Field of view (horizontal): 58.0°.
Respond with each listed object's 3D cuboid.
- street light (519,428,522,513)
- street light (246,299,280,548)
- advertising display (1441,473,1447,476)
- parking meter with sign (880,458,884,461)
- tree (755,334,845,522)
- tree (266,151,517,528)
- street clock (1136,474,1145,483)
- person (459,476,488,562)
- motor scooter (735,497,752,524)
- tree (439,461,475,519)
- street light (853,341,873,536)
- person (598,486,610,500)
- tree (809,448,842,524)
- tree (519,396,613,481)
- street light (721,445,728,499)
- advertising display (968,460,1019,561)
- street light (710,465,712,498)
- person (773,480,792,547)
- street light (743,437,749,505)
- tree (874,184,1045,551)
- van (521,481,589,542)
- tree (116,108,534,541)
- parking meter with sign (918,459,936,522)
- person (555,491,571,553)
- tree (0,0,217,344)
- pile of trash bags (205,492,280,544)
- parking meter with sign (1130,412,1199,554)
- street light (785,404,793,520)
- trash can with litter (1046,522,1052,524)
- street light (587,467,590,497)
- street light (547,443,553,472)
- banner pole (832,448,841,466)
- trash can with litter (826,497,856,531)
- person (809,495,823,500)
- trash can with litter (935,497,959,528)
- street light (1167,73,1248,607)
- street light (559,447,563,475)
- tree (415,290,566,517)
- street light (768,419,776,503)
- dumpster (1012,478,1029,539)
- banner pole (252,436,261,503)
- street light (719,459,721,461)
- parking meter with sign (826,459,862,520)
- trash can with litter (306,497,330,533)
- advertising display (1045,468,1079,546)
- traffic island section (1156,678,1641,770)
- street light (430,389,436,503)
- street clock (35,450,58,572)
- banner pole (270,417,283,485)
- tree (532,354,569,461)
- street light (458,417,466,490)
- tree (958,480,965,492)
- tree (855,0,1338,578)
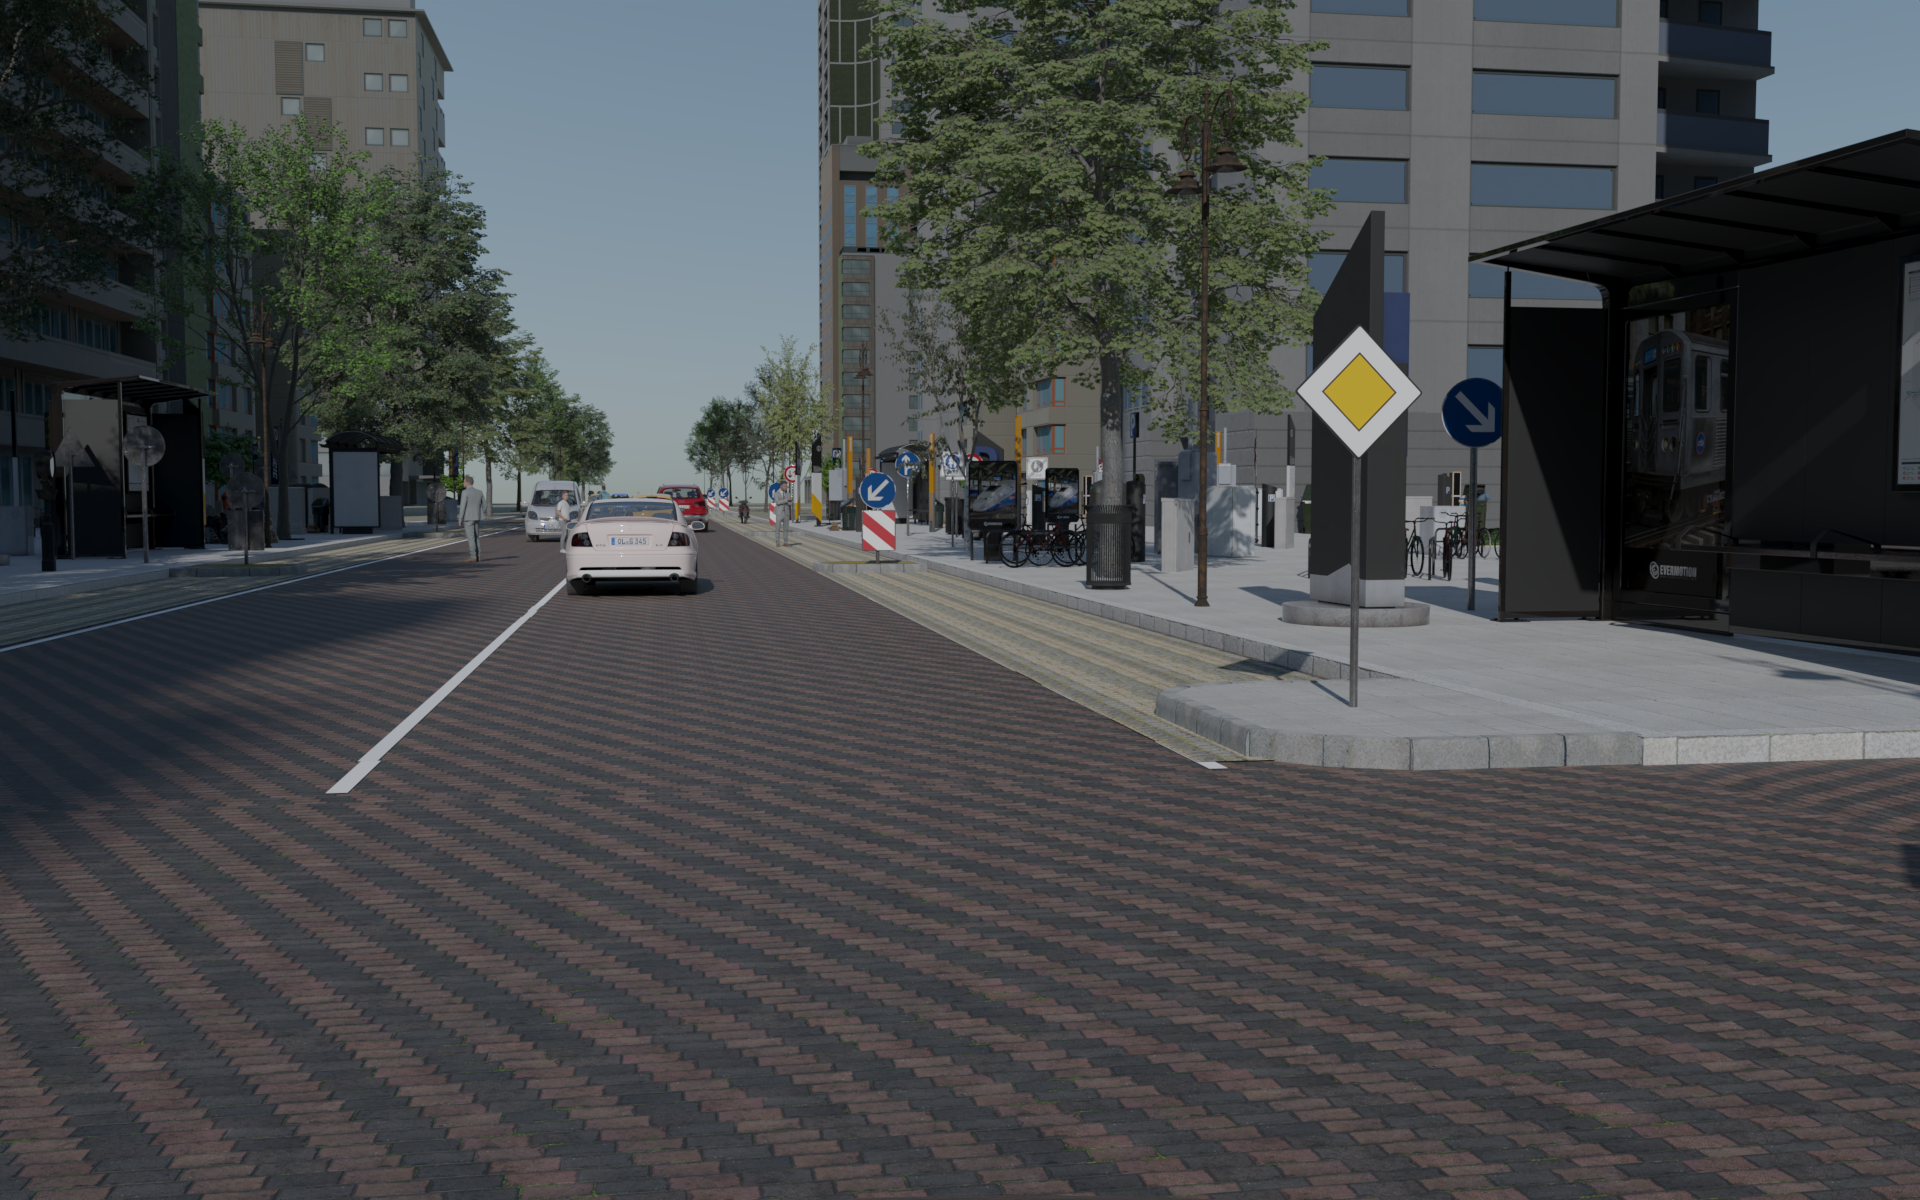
[{"bbox_3d":[-29.795,-8.843,117.370,0.468,5.910,1.993,-1,4,-10],"label":"street light"},{"bbox_3d":[-16.536,-4.186,41.221,0.468,5.910,1.993,-1,4,-10],"label":"street light"},{"bbox_3d":[14.968,-2.961,53.632,0.123,1.923,0.974,1,4,12],"label":"advertising display"},{"bbox_3d":[-3.425,-5.225,81.682,0.543,3.016,1.738,-1,4,-9],"label":"parking meter with sign"},{"bbox_3d":[-7.353,-7.883,79.245,4.737,8.622,4.395,0,3,0],"label":"tree"},{"bbox_3d":[-21.544,-9.726,65.673,9.857,13.997,8.962,0,3,0],"label":"tree"},{"bbox_3d":[6.361,-3.482,61.500,0.358,2.002,0.471,-1,4,-22],"label":"street clock"},{"bbox_3d":[-10.298,-1.711,36.569,0.391,1.810,0.635,2,4,24],"label":"person"},{"bbox_3d":[-10.419,-4.327,83.517,0.815,1.314,1.986,-1,4,-11],"label":"motor scooter"},{"bbox_3d":[-25.825,-5.733,88.334,1.663,3.219,1.824,0,3,0],"label":"tree"},{"bbox_3d":[-2.916,-4.859,52.234,0.468,5.910,1.993,-1,4,-10],"label":"street light"},{"bbox_3d":[-16.327,-4.344,79.538,0.620,1.820,0.660,3,5,39],"label":"person"},{"bbox_3d":[-5.668,-4.834,73.635,1.663,3.219,1.824,0,3,0],"label":"tree"},{"bbox_3d":[-37.290,-13.683,158.136,8.767,10.594,7.601,2,4,30],"label":"tree"},{"bbox_3d":[-21.489,-11.439,159.815,0.468,5.910,1.993,-1,4,-10],"label":"street light"},{"bbox_3d":[0.642,-1.716,33.277,0.974,1.923,0.123,1,4,16],"label":"advertising display"},{"bbox_3d":[-30.078,-14.469,209.352,0.468,5.910,1.993,-1,4,-10],"label":"street light"},{"bbox_3d":[-4.753,-2.326,46.709,0.466,1.800,0.511,3,5,44],"label":"person"},{"bbox_3d":[-15.773,-9.459,127.449,0.468,5.910,1.993,-1,4,-10],"label":"street light"},{"bbox_3d":[0.114,-5.443,39.359,4.360,8.622,3.978,0,3,0],"label":"tree"},{"bbox_3d":[-12.393,-2.818,53.088,2.013,2.044,4.112,-1,4,-11],"label":"van"},{"bbox_3d":[-18.871,-7.461,47.747,9.928,11.665,9.643,0,3,0],"label":"tree"},{"bbox_3d":[-1.555,-5.074,79.226,0.543,3.016,1.738,1,4,11],"label":"parking meter with sign"},{"bbox_3d":[-9.597,-1.899,42.147,0.523,1.515,0.503,-1,4,-13],"label":"person"},{"bbox_3d":[-14.281,-5.455,23.597,8.767,10.594,7.601,0,4,3],"label":"tree"},{"bbox_3d":[-19.494,-2.166,45.173,3.447,1.369,1.912,1,4,21],"label":"pile of trash bags"},{"bbox_3d":[4.538,-2.492,37.002,1.738,3.016,0.543,0,4,-6],"label":"parking meter with sign"},{"bbox_3d":[-8.279,-6.816,84.233,0.468,5.910,1.993,-1,4,-10],"label":"street light"},{"bbox_3d":[3.868,-3.798,73.487,0.624,1.170,1.055,-1,4,-14],"label":"trash can with litter"},{"bbox_3d":[-49.400,-15.770,230.631,0.468,5.910,1.993,-1,4,-10],"label":"street light"},{"bbox_3d":[-35.498,-10.835,149.934,0.468,5.910,1.993,-1,4,-10],"label":"street light"},{"bbox_3d":[-5.695,-5.648,82.355,0.863,3.779,0.401,1,4,17],"label":"banner pole"},{"bbox_3d":[-4.090,-2.998,60.397,1.055,1.170,0.624,-2,4,-23],"label":"trash can with litter"},{"bbox_3d":[-13.786,-9.590,165.302,1.348,1.823,0.705,0,4,6],"label":"person"},{"bbox_3d":[-0.612,-3.278,64.986,1.055,1.170,0.624,0,4,2],"label":"trash can with litter"},{"bbox_3d":[2.766,-2.864,19.610,0.468,5.910,1.993,-1,4,-10],"label":"street light"},{"bbox_3d":[-38.171,-11.795,165.641,0.468,5.910,1.993,-1,4,-10],"label":"street light"},{"bbox_3d":[-26.849,-10.932,96.867,7.486,12.596,7.792,0,3,0],"label":"tree"},{"bbox_3d":[-10.198,-7.453,94.643,0.468,5.910,1.993,-1,4,-10],"label":"street light"},{"bbox_3d":[1.248,-2.729,50.370,1.264,1.857,1.865,-1,4,-10],"label":"dumpster"},{"bbox_3d":[-30.574,-5.221,75.374,0.863,3.779,0.401,3,5,41],"label":"banner pole"},{"bbox_3d":[-24.384,-12.507,177.278,0.468,5.910,1.993,-1,4,-10],"label":"street light"},{"bbox_3d":[-5.735,-5.456,85.468,1.738,3.016,0.543,0,4,1],"label":"parking meter with sign"},{"bbox_3d":[-21.082,-2.788,56.973,0.624,1.170,1.055,0,4,4],"label":"trash can with litter"},{"bbox_3d":[2.506,-2.281,42.515,0.974,1.923,0.123,-2,4,-34],"label":"advertising display"},{"bbox_3d":[2.389,0.724,10.451,2.009,0.180,2.903,-1,4,-10],"label":"traffic island section"},{"bbox_3d":[-22.216,-6.139,73.166,0.468,5.910,1.993,-1,4,-10],"label":"street light"},{"bbox_3d":[-15.130,-1.476,28.705,0.358,2.002,0.471,-1,4,-17],"label":"street clock"},{"bbox_3d":[-21.997,-4.027,55.863,0.401,3.779,0.863,1,4,12],"label":"banner pole"},{"bbox_3d":[-32.263,-12.300,126.854,9.928,11.665,9.643,0,3,0],"label":"tree"},{"bbox_3d":[-24.090,-6.802,84.007,0.468,5.910,1.993,-1,4,-10],"label":"street light"},{"bbox_3d":[0.599,-5.478,84.166,1.663,3.219,1.824,0,3,0],"label":"tree"},{"bbox_3d":[1.901,-6.617,26.321,7.486,12.596,7.792,0,3,0],"label":"tree"}]
